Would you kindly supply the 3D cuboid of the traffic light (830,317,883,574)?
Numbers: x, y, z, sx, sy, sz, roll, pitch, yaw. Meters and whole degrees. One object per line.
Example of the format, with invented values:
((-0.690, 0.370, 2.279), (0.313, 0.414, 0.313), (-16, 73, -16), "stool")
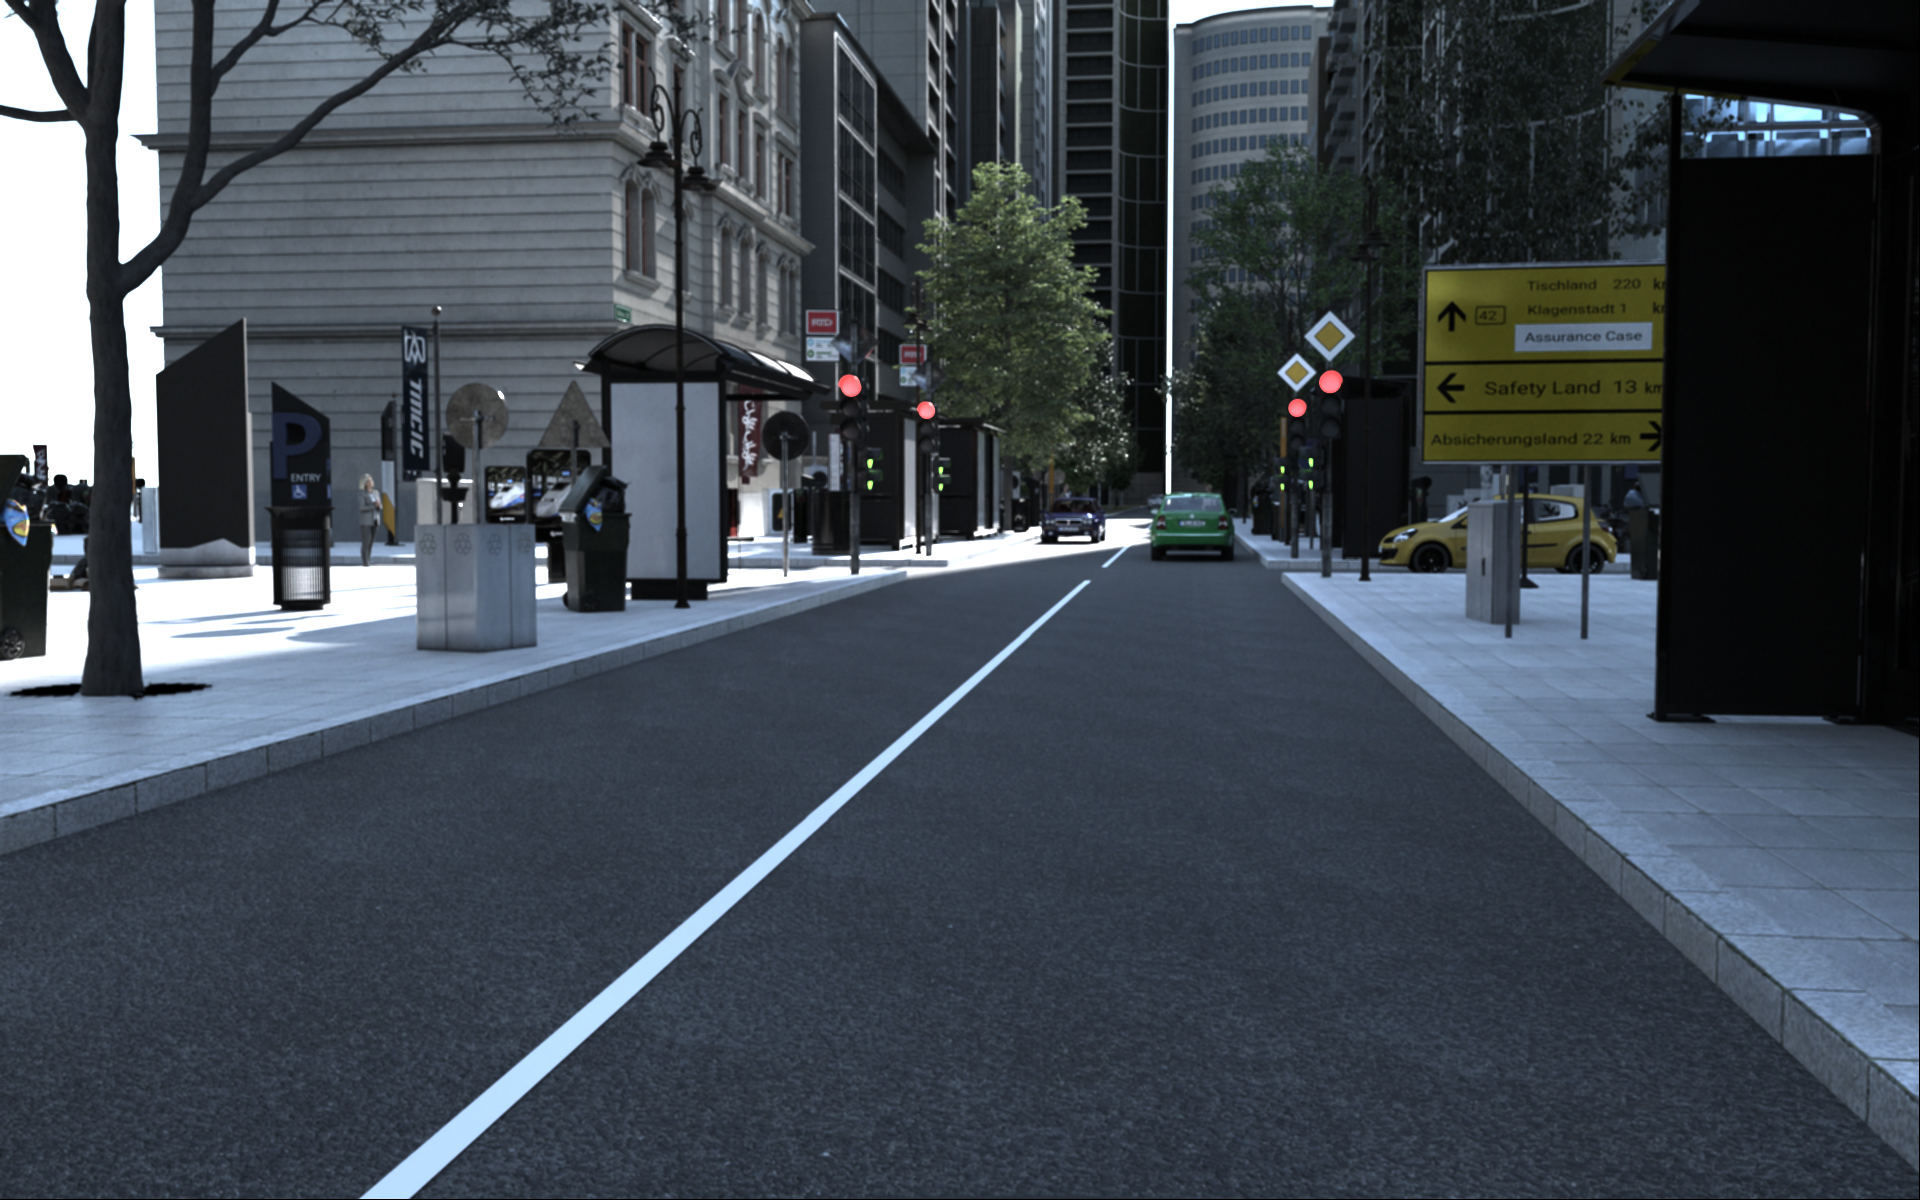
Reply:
((-1.661, -2.364, 27.569), (0.839, 4.253, 0.868), (0, 4, 7), "traffic light")

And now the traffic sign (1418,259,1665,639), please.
((5.217, -1.311, 15.304), (2.265, 3.308, 0.079), (1, 4, 11), "traffic sign")

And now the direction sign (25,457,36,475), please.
((-61.820, -7.551, 115.455), (0.379, 3.537, 0.876), (3, 5, 42), "direction sign")

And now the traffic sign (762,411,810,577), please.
((-2.686, -1.622, 26.620), (0.768, 2.556, 0.104), (1, 4, 12), "traffic sign")

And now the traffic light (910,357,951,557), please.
((-0.623, -2.848, 35.487), (0.839, 4.253, 0.868), (0, 4, 7), "traffic light")

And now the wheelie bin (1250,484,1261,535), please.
((9.587, -2.851, 54.525), (0.693, 1.594, 0.980), (2, 4, 33), "wheelie bin")

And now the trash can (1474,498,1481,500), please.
((18.532, -3.030, 61.197), (0.748, 1.137, 0.748), (0, 3, 0), "trash can")

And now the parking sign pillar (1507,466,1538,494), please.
((25.405, -5.395, 76.688), (1.447, 3.967, 1.447), (-3, 4, -36), "parking sign pillar")

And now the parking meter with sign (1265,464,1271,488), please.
((18.252, -6.439, 101.541), (0.543, 3.016, 1.738), (1, 4, 21), "parking meter with sign")

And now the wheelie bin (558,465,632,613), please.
((-4.003, -0.682, 19.052), (0.693, 1.594, 0.980), (-2, 4, -30), "wheelie bin")

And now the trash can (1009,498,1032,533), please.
((2.013, -2.817, 57.705), (0.748, 1.137, 0.748), (0, 3, 0), "trash can")

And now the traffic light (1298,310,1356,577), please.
((5.640, -2.306, 26.631), (0.839, 4.253, 0.868), (0, 4, 7), "traffic light")

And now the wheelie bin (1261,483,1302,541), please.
((8.993, -2.440, 47.807), (0.980, 1.594, 0.693), (3, 4, 37), "wheelie bin")

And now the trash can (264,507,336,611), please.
((-7.306, -0.462, 19.208), (0.748, 1.137, 0.748), (0, 3, 0), "trash can")

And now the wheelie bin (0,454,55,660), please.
((-7.585, -0.347, 13.579), (0.980, 1.594, 0.693), (1, 4, 16), "wheelie bin")

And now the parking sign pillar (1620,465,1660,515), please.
((16.252, -3.198, 40.758), (1.447, 3.967, 1.447), (1, 4, 20), "parking sign pillar")

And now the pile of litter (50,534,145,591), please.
((-11.700, -0.566, 23.213), (1.719, 0.858, 1.176), (3, 5, 42), "pile of litter")

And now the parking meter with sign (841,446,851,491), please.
((-4.172, -4.047, 62.437), (0.543, 3.016, 1.738), (-1, 4, -8), "parking meter with sign")

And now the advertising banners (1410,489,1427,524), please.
((10.477, -2.731, 40.836), (0.090, 3.025, 2.074), (3, 5, 43), "advertising banners")

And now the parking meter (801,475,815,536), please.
((-4.613, -2.874, 52.702), (0.399, 1.863, 0.255), (2, 4, 27), "parking meter")

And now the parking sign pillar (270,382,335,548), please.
((-15.806, -3.245, 41.521), (1.447, 3.967, 1.447), (0, 4, -6), "parking sign pillar")

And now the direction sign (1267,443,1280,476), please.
((14.030, -5.180, 76.693), (0.876, 3.537, 0.379), (1, 4, 16), "direction sign")

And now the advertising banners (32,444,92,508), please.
((-31.168, -3.922, 60.306), (2.074, 3.025, 0.090), (-1, 4, -9), "advertising banners")

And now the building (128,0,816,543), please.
((-13.599, -16.432, 56.045), (14.401, 28.519, 23.554), (0, 4, 7), "building")

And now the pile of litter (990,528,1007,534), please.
((0.629, -2.603, 56.522), (1.719, 0.858, 1.176), (1, 4, 14), "pile of litter")

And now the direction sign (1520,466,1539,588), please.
((7.734, -1.935, 23.642), (0.379, 3.537, 0.876), (0, 4, -2), "direction sign")

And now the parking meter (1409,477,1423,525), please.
((15.684, -3.294, 59.575), (0.399, 1.863, 0.255), (-1, 4, -9), "parking meter")

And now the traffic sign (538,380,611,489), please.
((-4.420, -1.213, 19.840), (0.884, 2.594, 0.081), (1, 4, 11), "traffic sign")

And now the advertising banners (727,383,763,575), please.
((-3.922, -1.922, 27.615), (2.074, 3.025, 0.090), (2, 4, 33), "advertising banners")

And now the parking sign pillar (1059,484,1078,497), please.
((6.190, -6.792, 99.514), (1.447, 3.967, 1.447), (-3, 5, -41), "parking sign pillar")

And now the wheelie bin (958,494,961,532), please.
((0.327, -3.129, 59.068), (0.980, 1.594, 0.693), (-3, 5, -41), "wheelie bin")

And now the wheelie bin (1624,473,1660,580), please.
((10.419, -1.106, 25.999), (0.980, 1.594, 0.693), (0, 4, -7), "wheelie bin")

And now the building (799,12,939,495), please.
((-10.090, -16.151, 83.128), (14.314, 24.678, 30.058), (0, 4, 7), "building")

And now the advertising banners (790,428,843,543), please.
((-3.660, -3.028, 45.688), (0.090, 3.025, 2.074), (3, 5, 45), "advertising banners")

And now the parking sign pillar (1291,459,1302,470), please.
((19.823, -6.948, 102.072), (1.447, 3.967, 1.447), (1, 4, 23), "parking sign pillar")

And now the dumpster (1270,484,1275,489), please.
((13.568, -4.080, 72.463), (1.264, 1.857, 1.865), (0, 4, 7), "dumpster")

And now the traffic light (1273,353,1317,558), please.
((6.678, -2.791, 34.549), (0.839, 4.253, 0.868), (0, 4, 7), "traffic light")

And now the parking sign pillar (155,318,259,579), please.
((-11.609, -2.334, 26.634), (1.447, 3.967, 1.447), (-1, 4, -12), "parking sign pillar")

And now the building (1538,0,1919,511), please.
((33.683, -45.024, 48.811), (31.000, 86.520, 22.319), (0, 4, 7), "building")

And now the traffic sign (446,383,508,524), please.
((-5.536, -1.206, 19.832), (0.768, 2.556, 0.104), (1, 4, 11), "traffic sign")

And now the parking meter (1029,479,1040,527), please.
((2.930, -3.798, 67.800), (0.399, 1.863, 0.255), (-3, 5, -44), "parking meter")

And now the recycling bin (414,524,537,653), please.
((-4.027, -0.114, 14.425), (0.722, 1.027, 0.722), (2, 4, 26), "recycling bin")

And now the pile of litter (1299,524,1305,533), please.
((10.840, -2.611, 56.659), (1.719, 0.858, 1.176), (0, 4, 0), "pile of litter")

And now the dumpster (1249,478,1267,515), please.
((18.105, -6.185, 103.624), (1.502, 2.255, 1.985), (0, 4, 7), "dumpster")

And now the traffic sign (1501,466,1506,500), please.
((6.994, -1.235, 22.317), (0.606, 2.300, 0.079), (1, 4, 12), "traffic sign")
